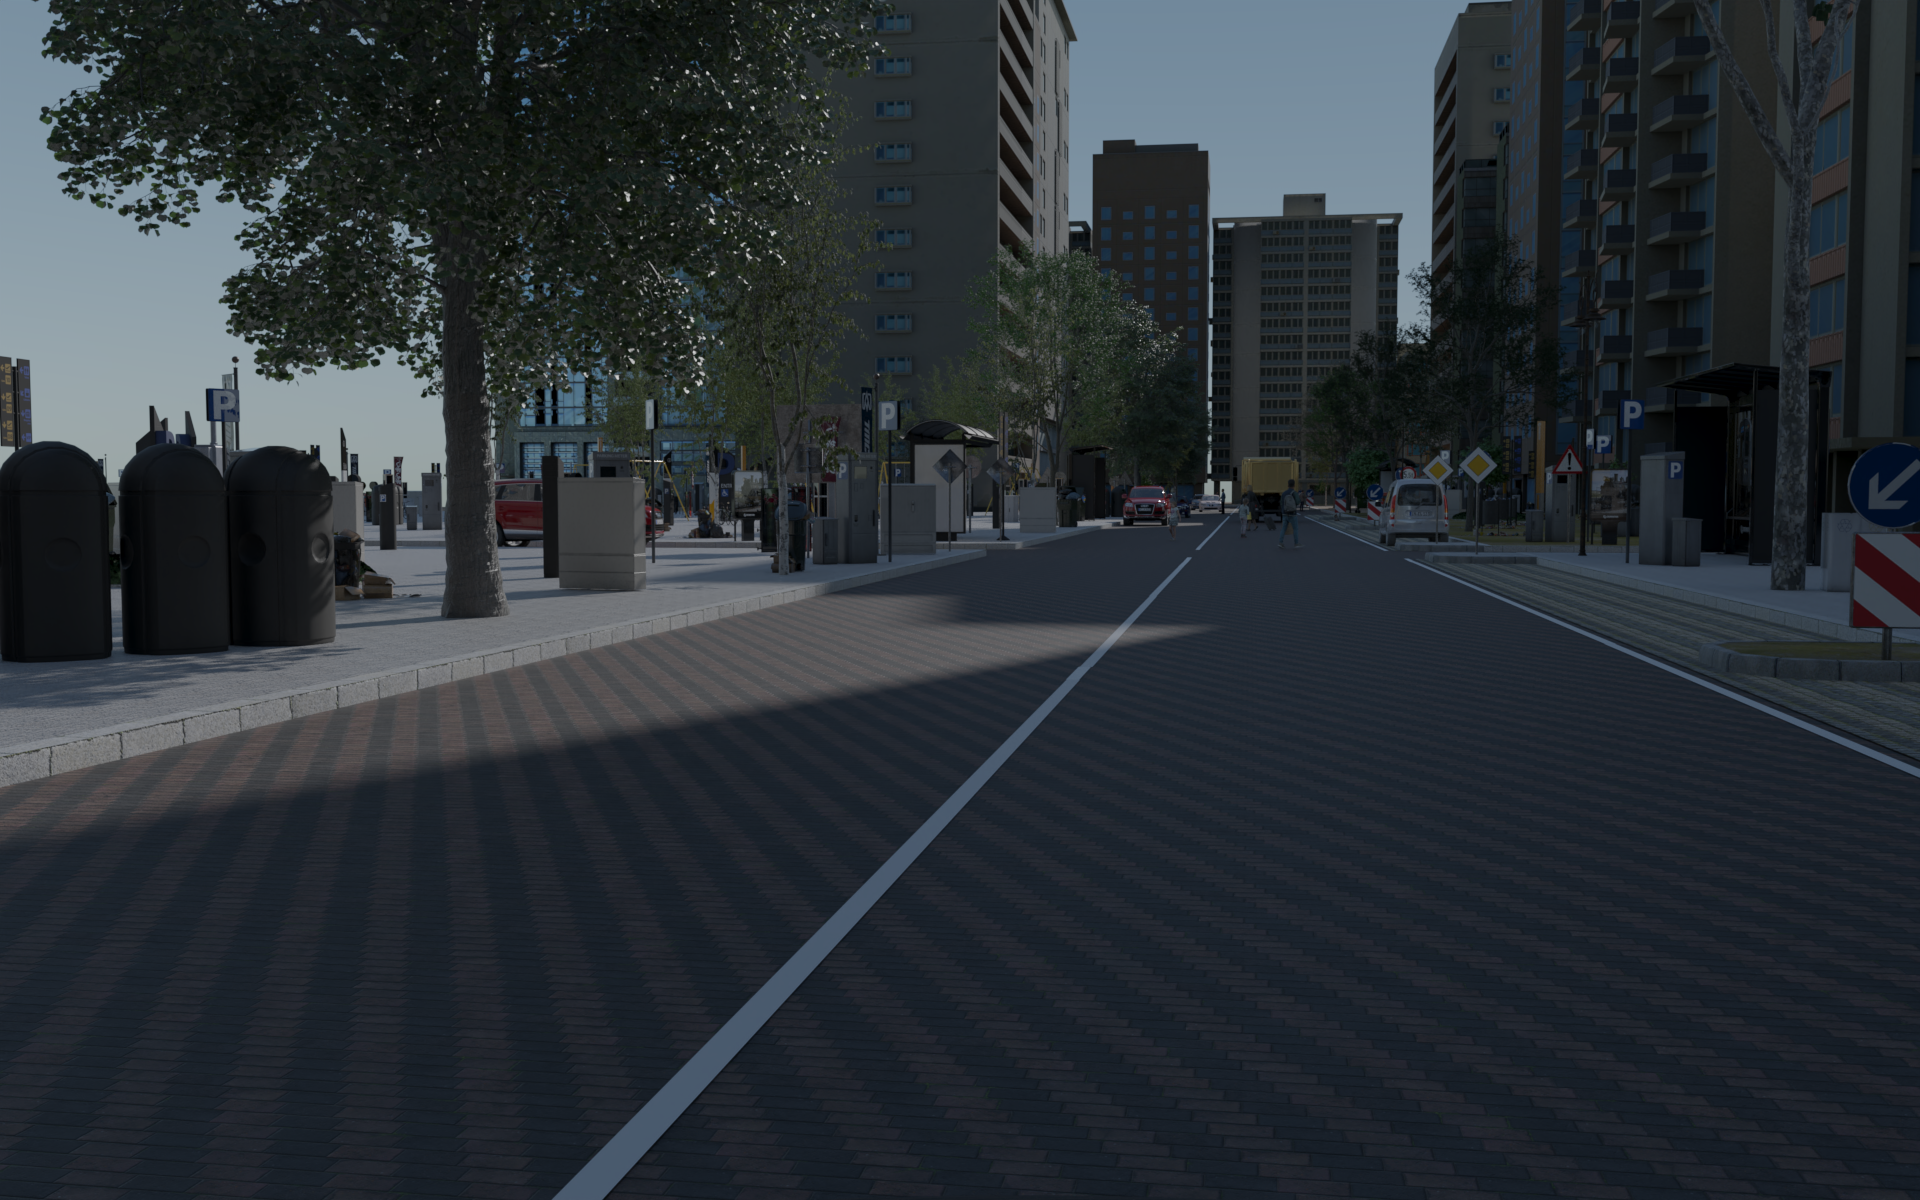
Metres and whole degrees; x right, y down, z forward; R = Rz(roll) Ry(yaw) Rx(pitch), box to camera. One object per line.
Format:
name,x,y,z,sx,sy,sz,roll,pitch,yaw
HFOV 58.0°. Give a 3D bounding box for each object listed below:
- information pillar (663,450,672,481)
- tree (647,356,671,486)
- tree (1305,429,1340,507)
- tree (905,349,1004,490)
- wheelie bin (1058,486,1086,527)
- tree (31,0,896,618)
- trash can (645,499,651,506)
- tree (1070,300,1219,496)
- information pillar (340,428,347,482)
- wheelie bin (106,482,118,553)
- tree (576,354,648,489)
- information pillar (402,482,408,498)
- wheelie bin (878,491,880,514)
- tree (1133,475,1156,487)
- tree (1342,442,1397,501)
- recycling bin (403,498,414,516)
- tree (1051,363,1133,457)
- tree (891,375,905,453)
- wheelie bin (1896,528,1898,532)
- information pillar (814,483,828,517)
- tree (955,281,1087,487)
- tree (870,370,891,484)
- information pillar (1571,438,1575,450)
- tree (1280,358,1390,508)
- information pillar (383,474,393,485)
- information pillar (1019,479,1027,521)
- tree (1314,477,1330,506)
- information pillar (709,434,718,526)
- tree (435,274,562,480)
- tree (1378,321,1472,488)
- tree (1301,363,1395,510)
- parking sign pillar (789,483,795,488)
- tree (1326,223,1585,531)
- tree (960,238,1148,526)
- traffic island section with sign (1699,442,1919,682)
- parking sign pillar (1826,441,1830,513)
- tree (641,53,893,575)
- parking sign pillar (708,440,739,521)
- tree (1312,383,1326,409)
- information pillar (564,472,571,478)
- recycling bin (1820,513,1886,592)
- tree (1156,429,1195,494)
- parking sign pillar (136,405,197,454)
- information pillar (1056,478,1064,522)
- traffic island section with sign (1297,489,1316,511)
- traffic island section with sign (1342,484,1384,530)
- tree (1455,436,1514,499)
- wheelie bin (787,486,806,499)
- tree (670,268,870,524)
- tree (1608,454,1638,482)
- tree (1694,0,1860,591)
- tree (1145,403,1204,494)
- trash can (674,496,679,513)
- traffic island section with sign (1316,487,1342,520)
information pillar,-15.401,-6.114,91.321,0.504,3.616,0.183,-3,4,-36
tree,-9.035,-6.934,63.735,4.737,8.622,4.395,0,3,0
tree,37.525,-13.957,178.553,4.737,8.622,4.395,0,3,0
tree,0.298,-8.412,87.899,4.737,8.622,4.395,0,3,0
wheelie bin,4.165,-3.602,66.800,0.980,1.594,0.693,2,4,28
tree,-5.053,-6.793,17.726,9.857,13.997,8.962,0,3,0
trash can,-8.979,-2.240,48.278,0.748,1.137,0.748,0,3,0
tree,11.689,-12.616,112.935,9.857,13.997,8.962,0,3,0
information pillar,-21.786,-4.275,61.250,0.183,3.616,0.504,0,4,-6
wheelie bin,-15.872,-1.453,31.657,0.980,1.594,0.693,1,4,12
tree,-13.863,-7.531,73.490,4.737,8.622,4.395,0,3,0
information pillar,-34.034,-6.216,106.118,0.304,2.012,0.304,-2,4,-34
wheelie bin,-4.876,-6.291,110.768,0.980,1.594,0.693,2,4,29
tree,14.055,-8.416,132.210,1.663,3.219,1.824,0,3,0
tree,24.694,-7.396,104.634,4.285,4.588,4.351,0,3,0
recycling bin,-33.181,-5.576,103.723,0.722,1.027,0.722,2,4,34
tree,7.234,-8.793,94.122,4.737,8.622,4.395,0,3,0
tree,-0.858,-9.010,97.668,4.737,8.622,4.395,0,3,0
wheelie bin,25.651,-2.457,48.088,0.693,1.594,0.980,-1,4,-21
information pillar,-3.807,-2.627,47.444,0.304,2.012,0.304,-2,4,-29
tree,2.296,-6.685,59.655,4.360,8.622,3.978,0,3,0
tree,-4.855,-9.289,102.241,4.737,8.622,4.395,0,3,0
information pillar,25.437,-4.934,72.022,0.183,3.616,0.504,1,4,10
tree,33.903,-14.997,155.575,12.009,13.543,11.850,0,3,0
information pillar,-21.377,-3.687,64.781,0.304,2.012,0.304,-3,4,-39
information pillar,3.033,-4.819,83.286,0.304,2.012,0.304,3,5,41
tree,39.965,-12.056,191.719,1.663,3.219,1.824,0,3,0
information pillar,-9.602,-4.655,67.459,0.183,3.616,0.504,2,4,27
tree,-14.239,-6.280,53.038,4.360,8.622,3.978,0,3,0
tree,19.689,-7.510,73.145,4.360,8.622,3.978,0,3,0
tree,30.612,-12.861,136.025,9.928,11.665,9.643,0,3,0
parking sign pillar,-11.482,-8.239,123.186,1.447,3.967,1.447,-2,4,-33
tree,17.801,-7.629,59.145,7.601,10.594,8.767,0,4,-8
tree,3.793,-8.813,69.850,9.928,11.665,9.643,0,3,0
traffic island section with sign,7.182,-0.333,14.069,1.989,1.847,2.006,1,4,9
parking sign pillar,25.636,-3.874,51.814,1.447,3.967,1.447,2,4,35
tree,-2.888,-4.689,27.026,4.360,8.622,3.978,0,3,0
parking sign pillar,-11.193,-5.709,81.806,1.447,3.967,1.447,-2,4,-28
tree,22.770,-9.535,90.314,8.767,10.594,7.601,0,4,7
information pillar,-13.347,-3.322,58.810,0.304,2.012,0.304,-1,4,-11
recycling bin,11.817,-0.631,22.870,0.722,1.027,0.722,1,4,18
tree,20.301,-13.148,165.335,4.737,8.622,4.395,0,3,0
parking sign pillar,-24.556,-3.970,53.388,1.447,3.967,1.447,-1,4,-11
information pillar,4.591,-4.610,79.873,0.304,2.012,0.304,1,4,15
traffic island section with sign,29.153,-8.340,144.992,1.989,1.847,2.006,1,4,9
traffic island section with sign,16.474,-3.718,69.413,1.989,1.847,2.006,1,4,9
tree,29.451,-6.928,96.993,4.285,4.588,4.351,0,3,0
wheelie bin,-6.355,-3.700,68.395,0.980,1.594,0.693,-1,4,-11
tree,-6.104,-6.483,56.358,4.737,8.622,4.395,0,3,0
tree,31.545,-5.443,83.596,1.663,3.219,1.824,0,3,0
tree,10.072,-10.262,23.675,12.611,20.169,13.585,0,3,0
tree,21.163,-14.810,176.550,7.601,10.594,8.767,-1,4,-12
trash can,-19.875,-6.650,120.379,0.748,1.137,0.748,0,3,0
traffic island section with sign,20.931,-5.344,95.999,1.989,1.847,2.006,1,4,9
